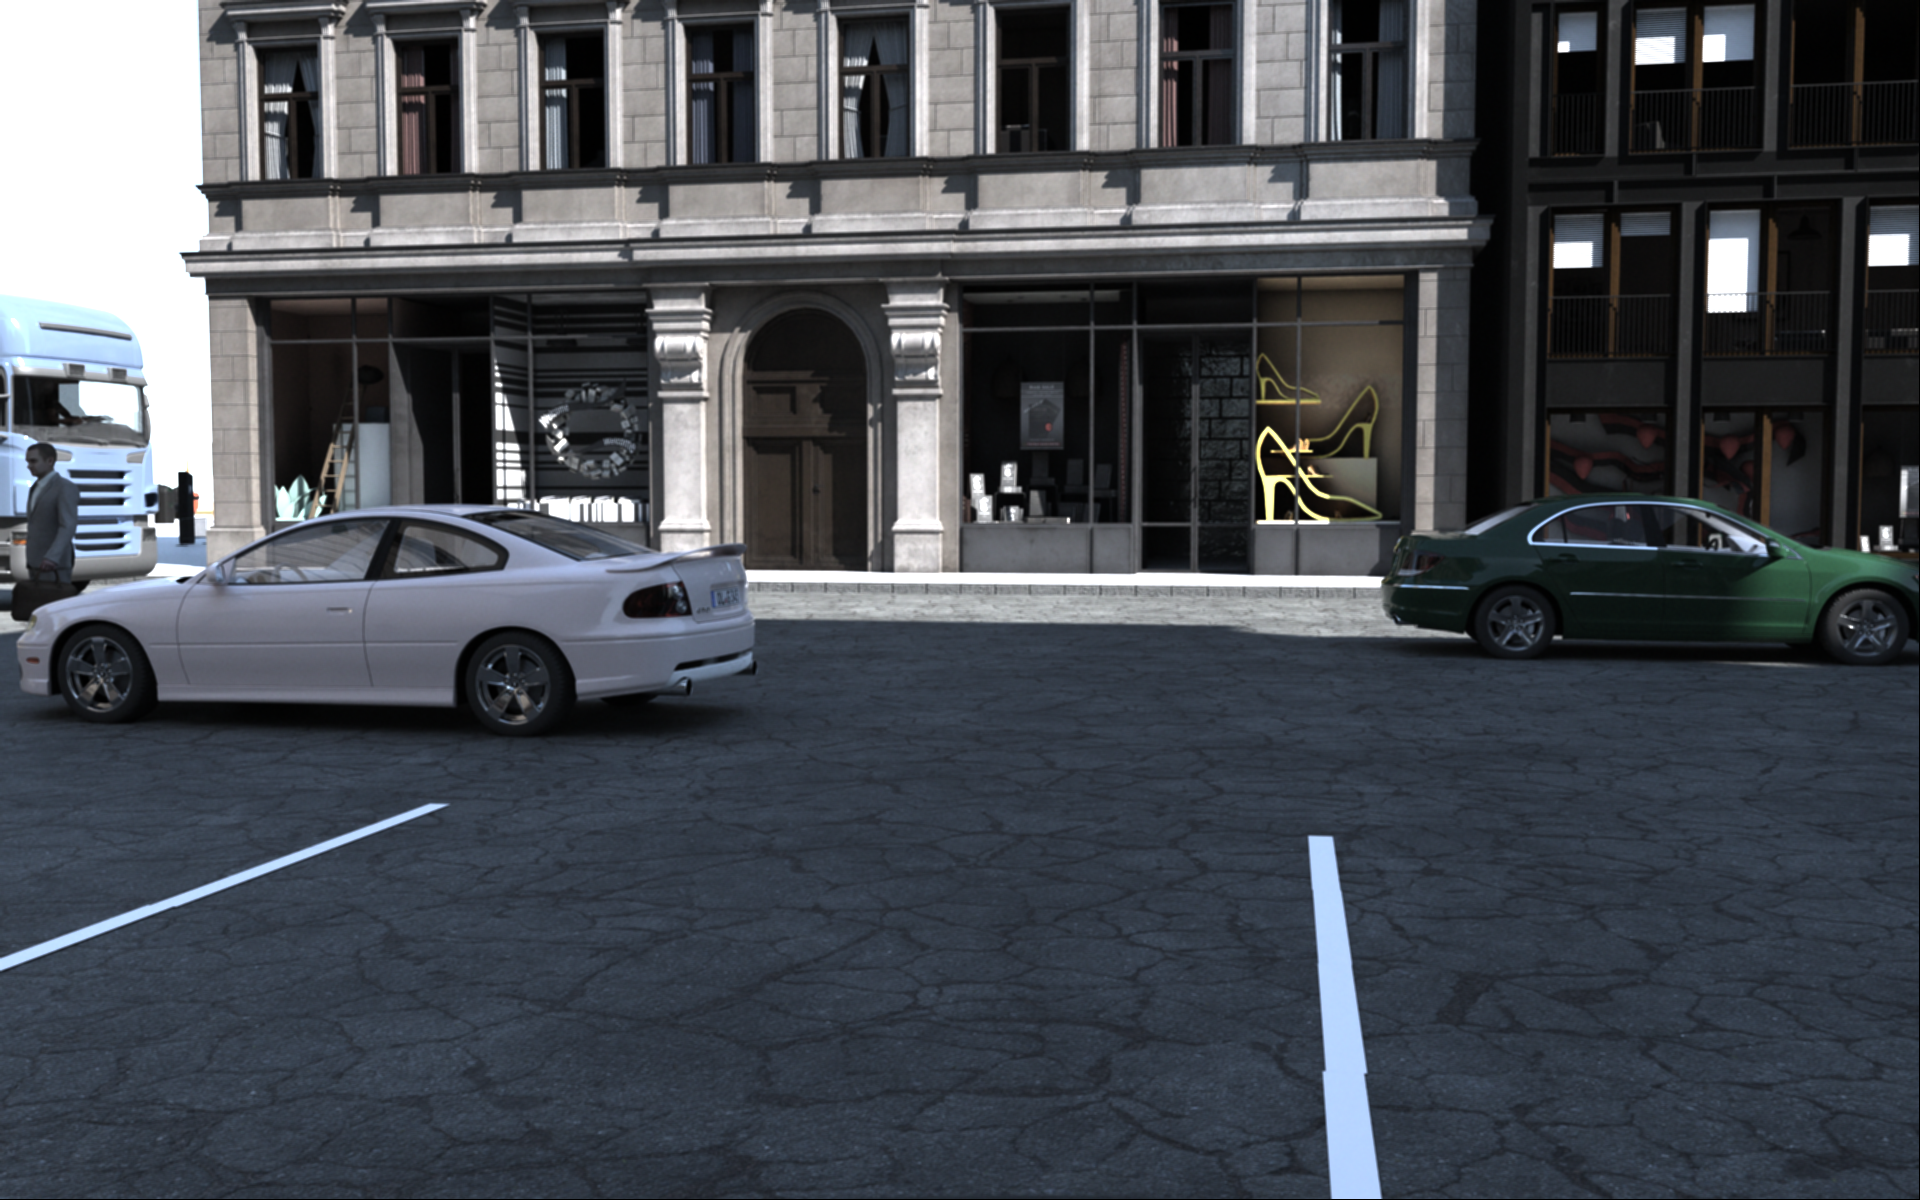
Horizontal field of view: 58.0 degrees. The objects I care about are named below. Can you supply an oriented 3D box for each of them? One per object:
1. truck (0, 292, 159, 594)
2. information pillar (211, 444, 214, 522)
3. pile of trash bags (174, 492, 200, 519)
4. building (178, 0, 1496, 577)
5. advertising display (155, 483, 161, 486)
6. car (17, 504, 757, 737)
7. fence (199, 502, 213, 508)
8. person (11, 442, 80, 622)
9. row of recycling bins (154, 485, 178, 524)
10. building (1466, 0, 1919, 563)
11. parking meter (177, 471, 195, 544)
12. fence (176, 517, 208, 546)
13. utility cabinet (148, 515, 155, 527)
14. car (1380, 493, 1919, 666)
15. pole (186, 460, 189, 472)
[{"bbox_3d":[-19.307,-2.070,23.604,18.799,4.110,2.967,1,4,12],"label":"truck"},{"bbox_3d":[-34.056,-5.367,79.105,0.183,3.616,0.504,0,4,-7],"label":"information pillar"},{"bbox_3d":[-40.312,-4.841,88.904,1.912,1.369,3.447,1,4,16],"label":"pile of trash bags"},{"bbox_3d":[-10.944,-11.172,33.573,40.483,20.767,10.553,1,4,11],"label":"building"},{"bbox_3d":[-48.783,-6.120,105.277,0.974,1.923,0.123,3,5,44],"label":"advertising display"},{"bbox_3d":[-3.739,0.063,11.336,4.827,1.381,2.083,1,4,12],"label":"car"},{"bbox_3d":[-41.513,-5.147,95.360,2.264,1.192,0.480,-3,5,-42],"label":"fence"},{"bbox_3d":[-6.712,-0.255,12.795,0.709,1.813,0.853,2,4,30],"label":"person"},{"bbox_3d":[-35.414,-4.097,74.092,1.069,1.692,3.534,2,4,35],"label":"row of recycling bins"},{"bbox_3d":[16.956,-12.223,29.518,15.834,23.373,12.332,1,4,11],"label":"building"},{"bbox_3d":[-19.938,-2.380,44.632,0.255,1.863,0.399,0,4,2],"label":"parking meter"},{"bbox_3d":[-19.321,-1.735,43.747,0.278,0.683,2.069,0,4,-6],"label":"fence"},{"bbox_3d":[-27.127,-2.832,57.459,1.020,1.237,0.306,3,4,36],"label":"utility cabinet"},{"bbox_3d":[6.304,-0.229,15.536,4.920,1.459,2.131,1,4,11],"label":"car"},{"bbox_3d":[-46.303,-6.730,103.878,0.158,3.312,0.155,0,3,0],"label":"pole"}]
